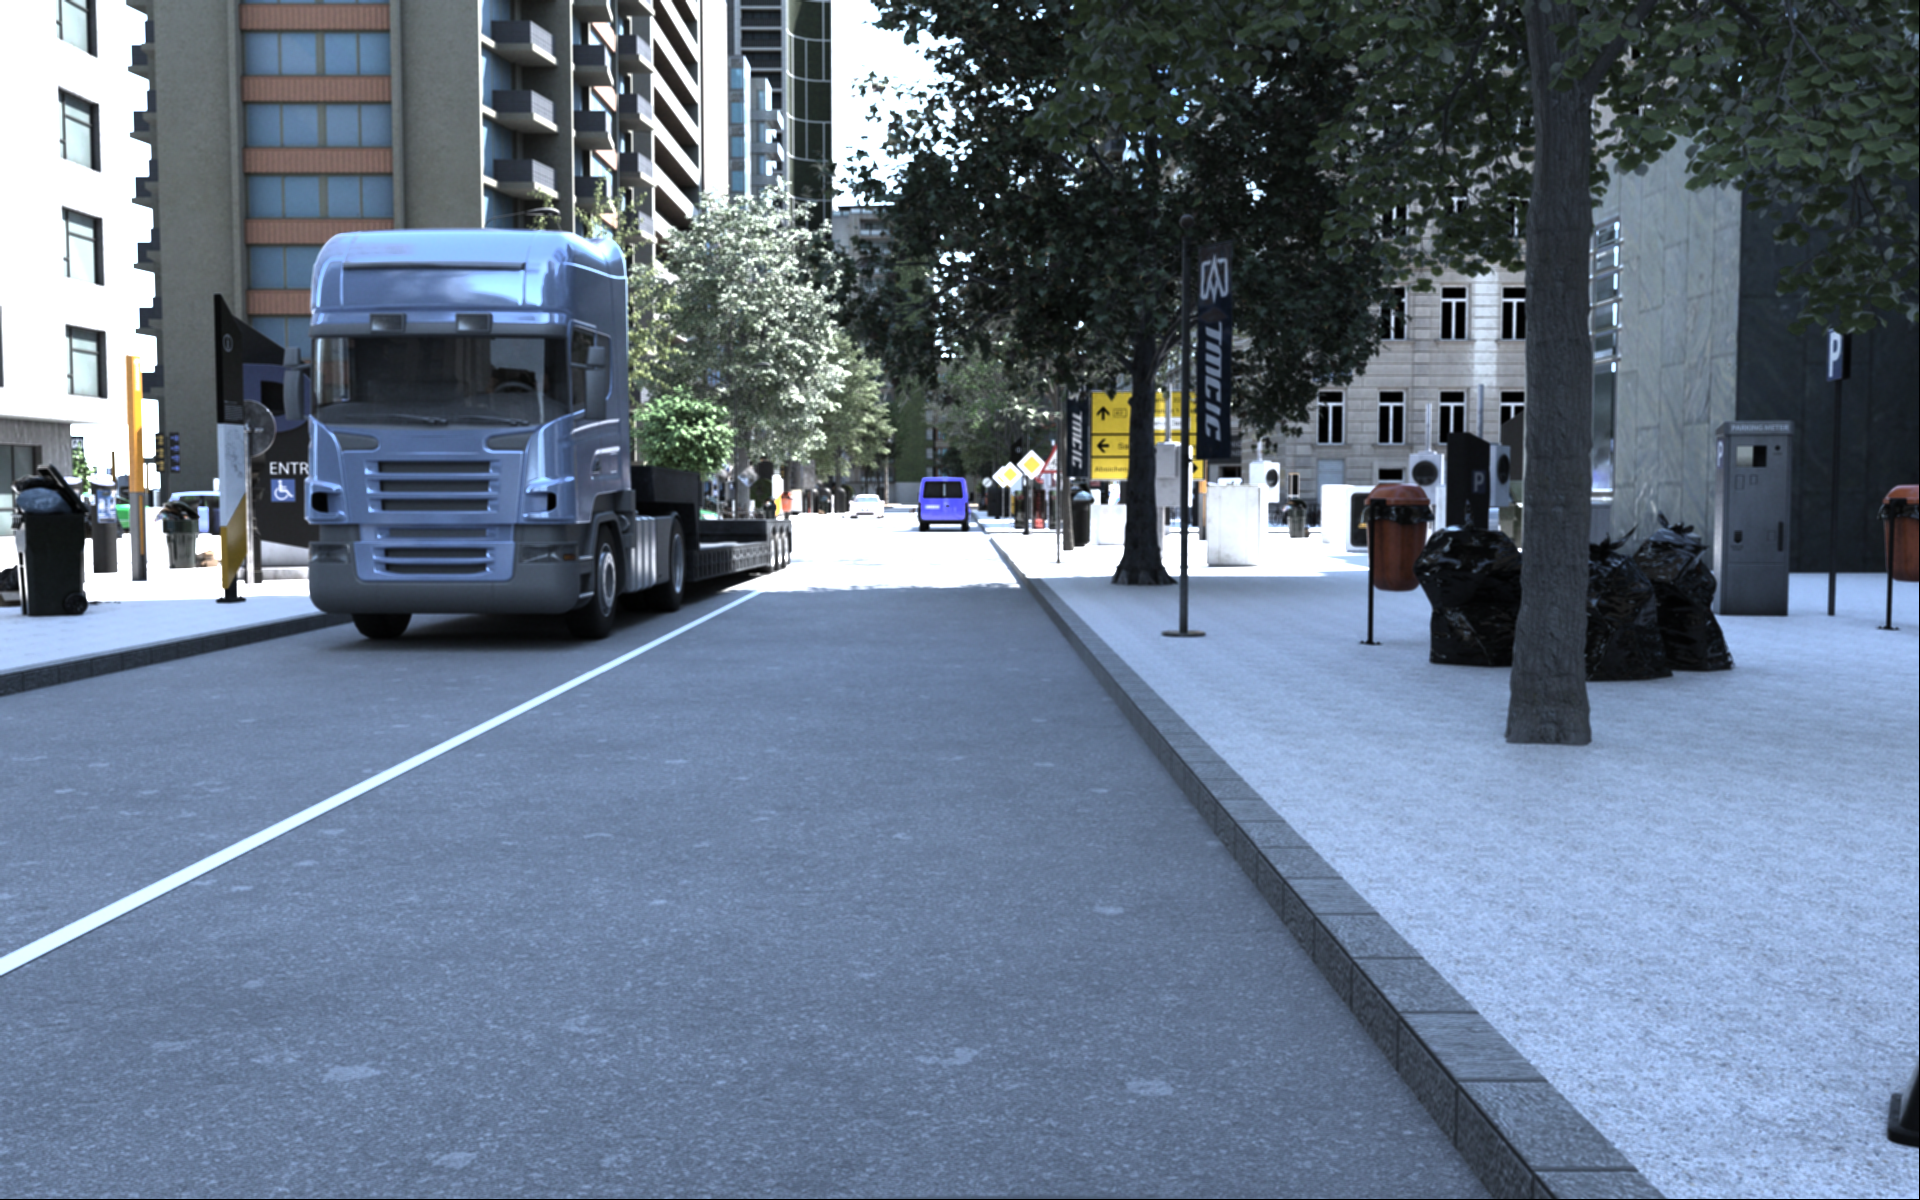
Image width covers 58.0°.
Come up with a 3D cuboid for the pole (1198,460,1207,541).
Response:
[{"bbox_3d":[6.676,-3.290,47.638,0.158,3.312,0.155,0,3,0],"label":"pole"}]

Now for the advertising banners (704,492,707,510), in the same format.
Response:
[{"bbox_3d":[-19.503,-8.424,133.919,2.074,3.025,0.090,-1,4,-15],"label":"advertising banners"}]

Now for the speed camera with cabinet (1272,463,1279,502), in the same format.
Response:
[{"bbox_3d":[8.047,-3.294,48.186,2.038,3.252,0.660,-3,5,-42],"label":"speed camera with cabinet"}]

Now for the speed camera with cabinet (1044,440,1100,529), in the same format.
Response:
[{"bbox_3d":[4.119,-4.246,63.750,2.038,3.252,0.660,1,4,9],"label":"speed camera with cabinet"}]

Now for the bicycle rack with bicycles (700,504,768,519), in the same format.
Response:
[{"bbox_3d":[-8.529,-3.155,64.958,2.925,0.926,2.852,-1,4,-12],"label":"bicycle rack with bicycles"}]

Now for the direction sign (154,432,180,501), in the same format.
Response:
[{"bbox_3d":[-29.131,-4.386,63.713,0.876,3.537,0.379,0,4,-7],"label":"direction sign"}]

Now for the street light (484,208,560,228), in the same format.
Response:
[{"bbox_3d":[-7.203,-3.409,28.284,1.470,5.913,1.316,0,4,0],"label":"street light"}]

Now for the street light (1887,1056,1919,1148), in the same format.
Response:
[{"bbox_3d":[1.484,-1.881,3.301,1.470,5.913,1.316,0,4,0],"label":"street light"}]

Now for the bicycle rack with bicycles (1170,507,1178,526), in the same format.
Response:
[{"bbox_3d":[7.280,-3.461,69.973,2.925,0.926,2.852,-1,4,-14],"label":"bicycle rack with bicycles"}]

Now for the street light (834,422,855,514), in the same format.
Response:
[{"bbox_3d":[-7.429,-8.506,111.606,1.470,5.913,1.316,0,4,0],"label":"street light"}]

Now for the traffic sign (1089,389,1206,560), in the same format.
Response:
[{"bbox_3d":[3.655,-2.442,33.804,2.265,3.308,0.079,0,4,5],"label":"traffic sign"}]

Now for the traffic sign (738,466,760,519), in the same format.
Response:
[{"bbox_3d":[-7.511,-3.545,61.603,0.795,2.450,0.064,0,4,0],"label":"traffic sign"}]

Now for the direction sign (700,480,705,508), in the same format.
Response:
[{"bbox_3d":[-16.219,-7.161,109.075,0.379,3.537,0.876,1,4,17],"label":"direction sign"}]

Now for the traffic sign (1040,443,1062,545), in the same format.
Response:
[{"bbox_3d":[2.466,-2.688,43.961,0.884,2.594,0.081,0,4,0],"label":"traffic sign"}]

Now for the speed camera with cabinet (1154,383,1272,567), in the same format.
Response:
[{"bbox_3d":[4.420,-2.233,30.847,2.038,3.252,0.660,1,4,22],"label":"speed camera with cabinet"}]

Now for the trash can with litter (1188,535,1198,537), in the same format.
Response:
[{"bbox_3d":[7.790,-2.452,51.144,2.233,1.210,1.678,2,4,27],"label":"trash can with litter"}]

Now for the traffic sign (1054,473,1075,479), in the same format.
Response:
[{"bbox_3d":[2.982,-2.897,49.494,0.606,2.300,0.079,0,4,1],"label":"traffic sign"}]

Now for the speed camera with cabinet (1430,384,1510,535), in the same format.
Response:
[{"bbox_3d":[9.100,-2.221,30.651,0.660,3.252,2.038,3,4,38],"label":"speed camera with cabinet"}]

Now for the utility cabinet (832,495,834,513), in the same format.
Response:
[{"bbox_3d":[-8.517,-6.478,117.072,0.306,1.237,1.020,2,4,29],"label":"utility cabinet"}]

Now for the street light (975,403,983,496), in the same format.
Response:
[{"bbox_3d":[1.348,-6.987,86.775,1.470,5.913,1.316,0,4,0],"label":"street light"}]

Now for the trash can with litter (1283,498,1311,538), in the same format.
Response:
[{"bbox_3d":[9.775,-2.370,50.142,0.624,1.170,1.055,2,4,27],"label":"trash can with litter"}]

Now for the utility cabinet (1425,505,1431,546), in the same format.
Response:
[{"bbox_3d":[10.953,-1.810,40.754,1.020,1.237,0.306,3,5,43],"label":"utility cabinet"}]

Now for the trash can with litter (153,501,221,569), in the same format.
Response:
[{"bbox_3d":[-13.317,-1.133,29.911,0.624,1.170,1.055,1,4,17],"label":"trash can with litter"}]

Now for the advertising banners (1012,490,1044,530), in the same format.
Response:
[{"bbox_3d":[2.828,-4.052,62.437,2.074,3.025,0.090,2,4,27],"label":"advertising banners"}]

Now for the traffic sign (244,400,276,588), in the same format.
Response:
[{"bbox_3d":[-9.670,-1.433,23.538,0.768,2.556,0.104,0,4,4],"label":"traffic sign"}]

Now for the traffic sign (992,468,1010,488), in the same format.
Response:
[{"bbox_3d":[3.603,-8.496,132.780,2.265,3.308,0.079,1,4,9],"label":"traffic sign"}]

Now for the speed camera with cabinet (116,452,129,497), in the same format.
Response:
[{"bbox_3d":[-40.188,-5.406,82.724,0.660,3.252,2.038,-3,4,-38],"label":"speed camera with cabinet"}]

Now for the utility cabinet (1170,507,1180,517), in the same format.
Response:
[{"bbox_3d":[11.851,-5.252,97.026,1.020,1.237,0.306,0,4,1],"label":"utility cabinet"}]

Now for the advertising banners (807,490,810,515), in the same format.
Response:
[{"bbox_3d":[-9.528,-6.908,109.129,0.090,3.025,2.074,0,3,0],"label":"advertising banners"}]

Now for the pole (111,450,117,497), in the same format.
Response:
[{"bbox_3d":[-39.496,-5.323,80.866,0.158,3.312,0.155,0,3,0],"label":"pole"}]

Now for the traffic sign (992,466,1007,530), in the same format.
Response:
[{"bbox_3d":[1.533,-3.545,61.606,0.795,2.450,0.064,0,4,0],"label":"traffic sign"}]

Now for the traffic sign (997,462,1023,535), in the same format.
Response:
[{"bbox_3d":[1.554,-3.057,53.620,0.795,2.450,0.064,0,4,0],"label":"traffic sign"}]

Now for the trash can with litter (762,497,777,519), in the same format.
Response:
[{"bbox_3d":[-7.972,-3.645,70.981,0.624,1.170,1.055,-3,5,-43],"label":"trash can with litter"}]

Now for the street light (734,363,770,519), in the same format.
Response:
[{"bbox_3d":[-7.411,-5.436,61.421,1.470,5.913,1.316,0,4,0],"label":"street light"}]

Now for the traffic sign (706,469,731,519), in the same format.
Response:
[{"bbox_3d":[-7.490,-3.057,53.618,0.795,2.450,0.064,0,4,0],"label":"traffic sign"}]

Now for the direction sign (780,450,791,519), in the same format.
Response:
[{"bbox_3d":[-8.974,-5.943,89.164,0.876,3.537,0.379,3,5,44],"label":"direction sign"}]

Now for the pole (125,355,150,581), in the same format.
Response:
[{"bbox_3d":[-12.134,-1.937,25.516,0.158,3.312,0.155,0,3,0],"label":"pole"}]

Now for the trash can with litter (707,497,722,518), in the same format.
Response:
[{"bbox_3d":[-10.409,-3.873,74.715,1.055,1.170,0.624,2,4,33],"label":"trash can with litter"}]

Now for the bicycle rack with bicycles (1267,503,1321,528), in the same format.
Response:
[{"bbox_3d":[13.189,-3.298,67.308,2.852,0.926,2.925,2,4,35],"label":"bicycle rack with bicycles"}]

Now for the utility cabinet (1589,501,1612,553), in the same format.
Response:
[{"bbox_3d":[5.794,-0.312,16.271,0.306,1.237,1.020,3,5,40],"label":"utility cabinet"}]

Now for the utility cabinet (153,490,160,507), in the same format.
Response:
[{"bbox_3d":[-45.374,-5.513,98.810,0.318,1.500,1.173,2,4,31],"label":"utility cabinet"}]

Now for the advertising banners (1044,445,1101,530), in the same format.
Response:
[{"bbox_3d":[4.110,-4.004,61.655,2.074,3.025,0.090,0,4,-7],"label":"advertising banners"}]

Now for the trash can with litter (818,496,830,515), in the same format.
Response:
[{"bbox_3d":[-8.241,-5.696,104.508,0.624,1.170,1.055,0,4,6],"label":"trash can with litter"}]

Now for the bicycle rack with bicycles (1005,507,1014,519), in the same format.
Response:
[{"bbox_3d":[3.633,-4.731,90.733,2.852,0.926,2.925,-2,4,-34],"label":"bicycle rack with bicycles"}]

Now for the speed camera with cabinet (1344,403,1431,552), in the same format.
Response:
[{"bbox_3d":[9.524,-2.670,37.996,2.038,3.252,0.660,1,4,22],"label":"speed camera with cabinet"}]

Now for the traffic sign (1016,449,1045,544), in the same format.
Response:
[{"bbox_3d":[1.853,-2.668,44.802,0.795,2.450,0.064,0,4,0],"label":"traffic sign"}]

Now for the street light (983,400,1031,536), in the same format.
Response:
[{"bbox_3d":[1.531,-4.936,53.242,1.470,5.913,1.316,0,4,0],"label":"street light"}]

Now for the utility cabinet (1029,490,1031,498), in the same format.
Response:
[{"bbox_3d":[4.144,-5.779,103.168,1.173,1.500,0.318,2,4,31],"label":"utility cabinet"}]

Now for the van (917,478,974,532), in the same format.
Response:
[{"bbox_3d":[-0.583,-3.855,67.409,2.240,2.365,5.245,0,4,1],"label":"van"}]

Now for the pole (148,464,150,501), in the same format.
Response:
[{"bbox_3d":[-47.787,-6.608,101.889,0.158,3.312,0.155,0,3,0],"label":"pole"}]

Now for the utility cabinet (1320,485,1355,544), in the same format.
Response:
[{"bbox_3d":[9.704,-2.180,44.329,0.318,1.500,1.173,3,5,44],"label":"utility cabinet"}]
